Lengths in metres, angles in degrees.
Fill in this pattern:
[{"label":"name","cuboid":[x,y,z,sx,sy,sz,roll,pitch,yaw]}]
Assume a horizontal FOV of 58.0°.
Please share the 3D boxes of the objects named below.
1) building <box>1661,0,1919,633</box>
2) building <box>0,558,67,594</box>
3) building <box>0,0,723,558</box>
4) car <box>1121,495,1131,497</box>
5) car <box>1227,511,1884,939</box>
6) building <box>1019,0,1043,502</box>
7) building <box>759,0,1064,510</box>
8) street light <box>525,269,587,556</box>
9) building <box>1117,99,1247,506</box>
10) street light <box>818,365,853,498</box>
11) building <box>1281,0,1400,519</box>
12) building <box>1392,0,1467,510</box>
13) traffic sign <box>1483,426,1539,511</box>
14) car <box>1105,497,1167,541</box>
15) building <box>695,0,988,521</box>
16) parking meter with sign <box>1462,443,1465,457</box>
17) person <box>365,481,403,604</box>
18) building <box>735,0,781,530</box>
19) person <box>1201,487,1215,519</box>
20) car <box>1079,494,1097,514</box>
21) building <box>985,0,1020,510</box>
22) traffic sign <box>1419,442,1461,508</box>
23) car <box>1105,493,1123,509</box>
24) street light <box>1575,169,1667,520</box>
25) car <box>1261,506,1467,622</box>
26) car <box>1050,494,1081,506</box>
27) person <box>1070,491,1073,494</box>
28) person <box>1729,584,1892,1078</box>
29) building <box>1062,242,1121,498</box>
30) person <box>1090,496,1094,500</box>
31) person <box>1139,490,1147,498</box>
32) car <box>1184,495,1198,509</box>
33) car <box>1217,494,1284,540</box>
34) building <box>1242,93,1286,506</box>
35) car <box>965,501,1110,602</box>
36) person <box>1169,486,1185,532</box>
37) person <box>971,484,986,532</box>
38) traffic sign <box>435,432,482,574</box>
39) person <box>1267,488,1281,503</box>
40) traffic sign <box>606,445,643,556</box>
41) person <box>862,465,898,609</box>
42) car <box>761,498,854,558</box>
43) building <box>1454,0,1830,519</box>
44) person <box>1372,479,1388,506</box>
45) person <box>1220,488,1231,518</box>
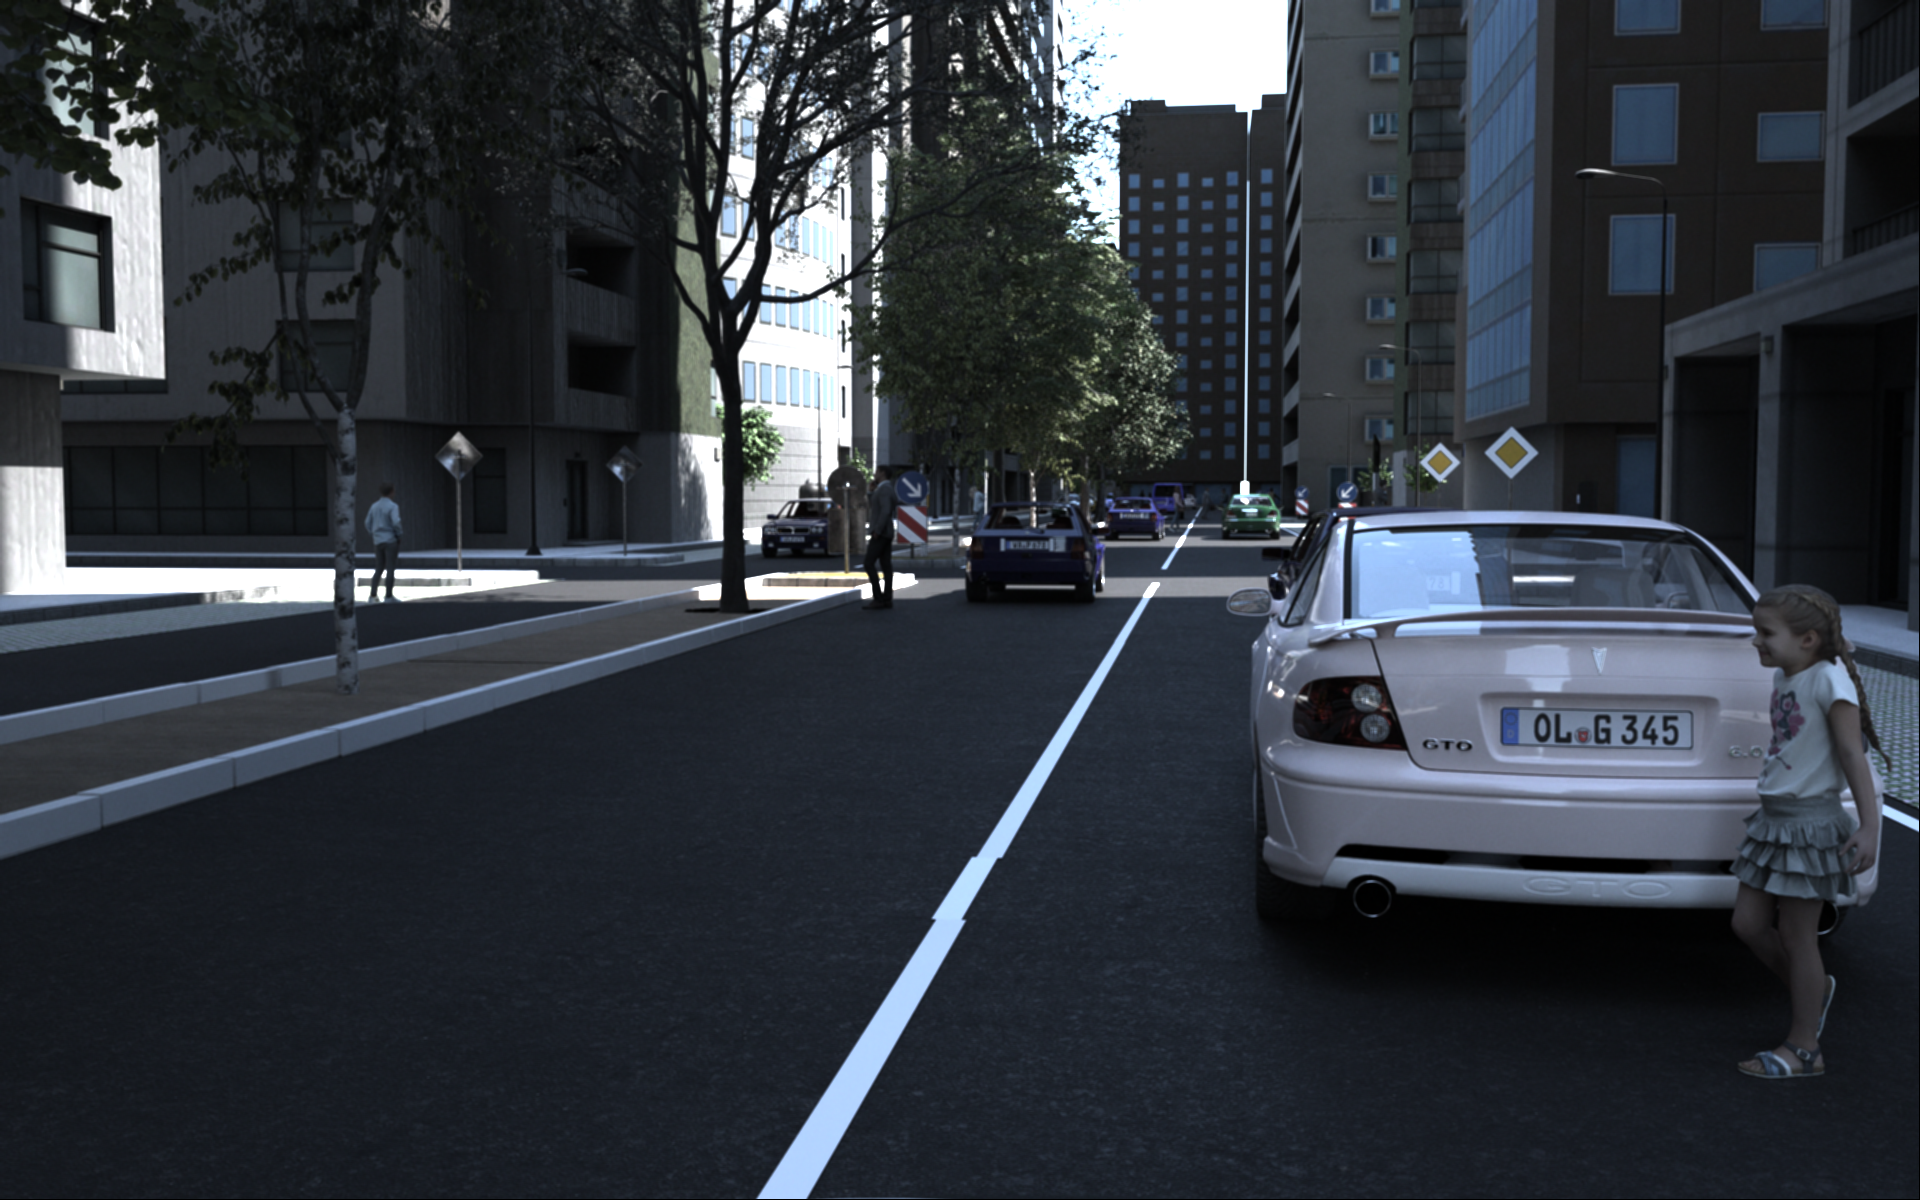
[{"label":"building","cuboid":[18.891,-35.079,11.799,20.563,71.187,20.611,1,4,8]},{"label":"building","cuboid":[-18.483,-15.204,20.292,14.107,30.474,14.160,1,4,8]},{"label":"building","cuboid":[-14.710,-16.583,42.841,14.160,30.474,14.107,1,4,8]},{"label":"car","cuboid":[16.627,-9.933,174.981,1.945,1.354,3.894,0,4,7]},{"label":"car","cuboid":[2.134,0.324,7.066,2.083,1.381,4.827,1,4,9]},{"label":"building","cuboid":[-4.759,-32.356,148.622,23.786,49.044,30.456,1,4,8]},{"label":"building","cuboid":[-3.862,-38.756,175.651,28.212,58.520,21.231,1,4,8]},{"label":"street light","cuboid":[-8.381,-3.879,35.965,1.470,5.913,1.316,1,4,8]},{"label":"building","cuboid":[25.671,-33.592,199.332,14.200,45.320,14.600,1,4,8]},{"label":"street light","cuboid":[-4.548,-5.503,62.516,1.470,5.913,1.316,1,4,8]},{"label":"building","cuboid":[29.117,-28.821,94.927,21.300,48.544,21.600,1,4,8]},{"label":"building","cuboid":[24.070,-18.099,67.619,14.160,30.474,14.107,1,4,8]},{"label":"traffic sign","cuboid":[8.109,-1.339,25.536,0.795,2.450,0.064,1,4,8]},{"label":"car","cuboid":[5.519,-2.566,54.530,1.945,1.354,3.894,1,4,9]},{"label":"building","cuboid":[-6.215,-20.106,100.431,14.160,30.474,14.107,1,4,8]},{"label":"parking meter with sign","cuboid":[16.968,-3.645,55.864,0.543,3.016,1.738,-1,4,-23]},{"label":"person","cuboid":[-7.513,-0.758,22.704,0.589,1.601,0.330,2,4,33]},{"label":"building","cuboid":[-15.884,-32.389,71.559,21.231,58.520,28.212,1,4,8]},{"label":"person","cuboid":[13.993,-5.470,98.063,0.853,1.813,0.709,2,4,32]},{"label":"car","cuboid":[9.305,-7.199,127.932,2.015,1.641,3.980,1,4,10]},{"label":"building","cuboid":[-7.495,-30.525,122.783,21.300,48.544,21.600,1,4,8]},{"label":"traffic sign","cuboid":[9.250,-1.822,33.439,0.795,2.450,0.064,1,4,8]},{"label":"car","cuboid":[14.833,-9.631,167.056,1.945,1.707,3.694,1,4,9]},{"label":"street light","cuboid":[9.502,-3.201,24.883,1.470,5.913,1.316,1,4,8]},{"label":"car","cuboid":[3.575,-0.132,14.733,1.945,1.354,3.894,0,4,7]},{"label":"car","cuboid":[6.545,-5.653,104.222,2.131,1.459,4.920,0,4,8]},{"label":"person","cuboid":[7.407,-6.472,115.038,1.217,1.743,0.721,1,4,10]},{"label":"person","cuboid":[2.125,0.568,4.232,0.382,1.210,0.505,0,4,-4]},{"label":"building","cuboid":[11.517,-26.245,200.800,14.107,30.474,14.160,1,4,8]},{"label":"person","cuboid":[8.825,-6.838,120.827,1.217,1.766,0.721,-1,4,-21]},{"label":"person","cuboid":[16.980,-9.319,160.873,0.705,1.822,1.348,-3,5,-39]},{"label":"car","cuboid":[21.297,-9.213,162.992,2.083,1.381,4.827,1,4,10]},{"label":"car","cuboid":[9.378,-2.697,55.900,2.131,1.459,4.920,1,4,9]},{"label":"building","cuboid":[39.844,-33.404,196.266,14.200,45.320,14.600,1,4,8]},{"label":"car","cuboid":[1.113,-0.720,24.346,1.945,1.354,3.894,0,4,7]},{"label":"person","cuboid":[8.190,-3.457,65.610,0.643,1.750,0.593,-1,4,-8]},{"label":"person","cuboid":[0.698,-3.448,65.132,0.793,1.790,0.793,2,4,30]},{"label":"traffic sign","cuboid":[-8.065,-1.483,27.882,0.795,2.450,0.064,1,4,8]},{"label":"person","cuboid":[20.076,-6.299,111.590,1.348,1.812,0.705,2,4,28]},{"label":"traffic sign","cuboid":[-6.925,-1.966,35.785,0.795,2.450,0.064,1,4,8]},{"label":"person","cuboid":[-1.014,-0.798,21.726,0.473,1.802,0.592,1,4,21]},{"label":"car","cuboid":[-3.413,-1.700,40.381,1.945,1.354,3.894,1,4,9]},{"label":"building","cuboid":[19.623,-23.778,38.875,14.200,45.320,14.600,1,4,8]},{"label":"person","cuboid":[11.576,-2.406,47.644,0.447,1.846,0.655,-1,4,-10]},{"label":"person","cuboid":[15.843,-5.794,103.582,0.721,1.781,0.623,0,4,-7]}]
